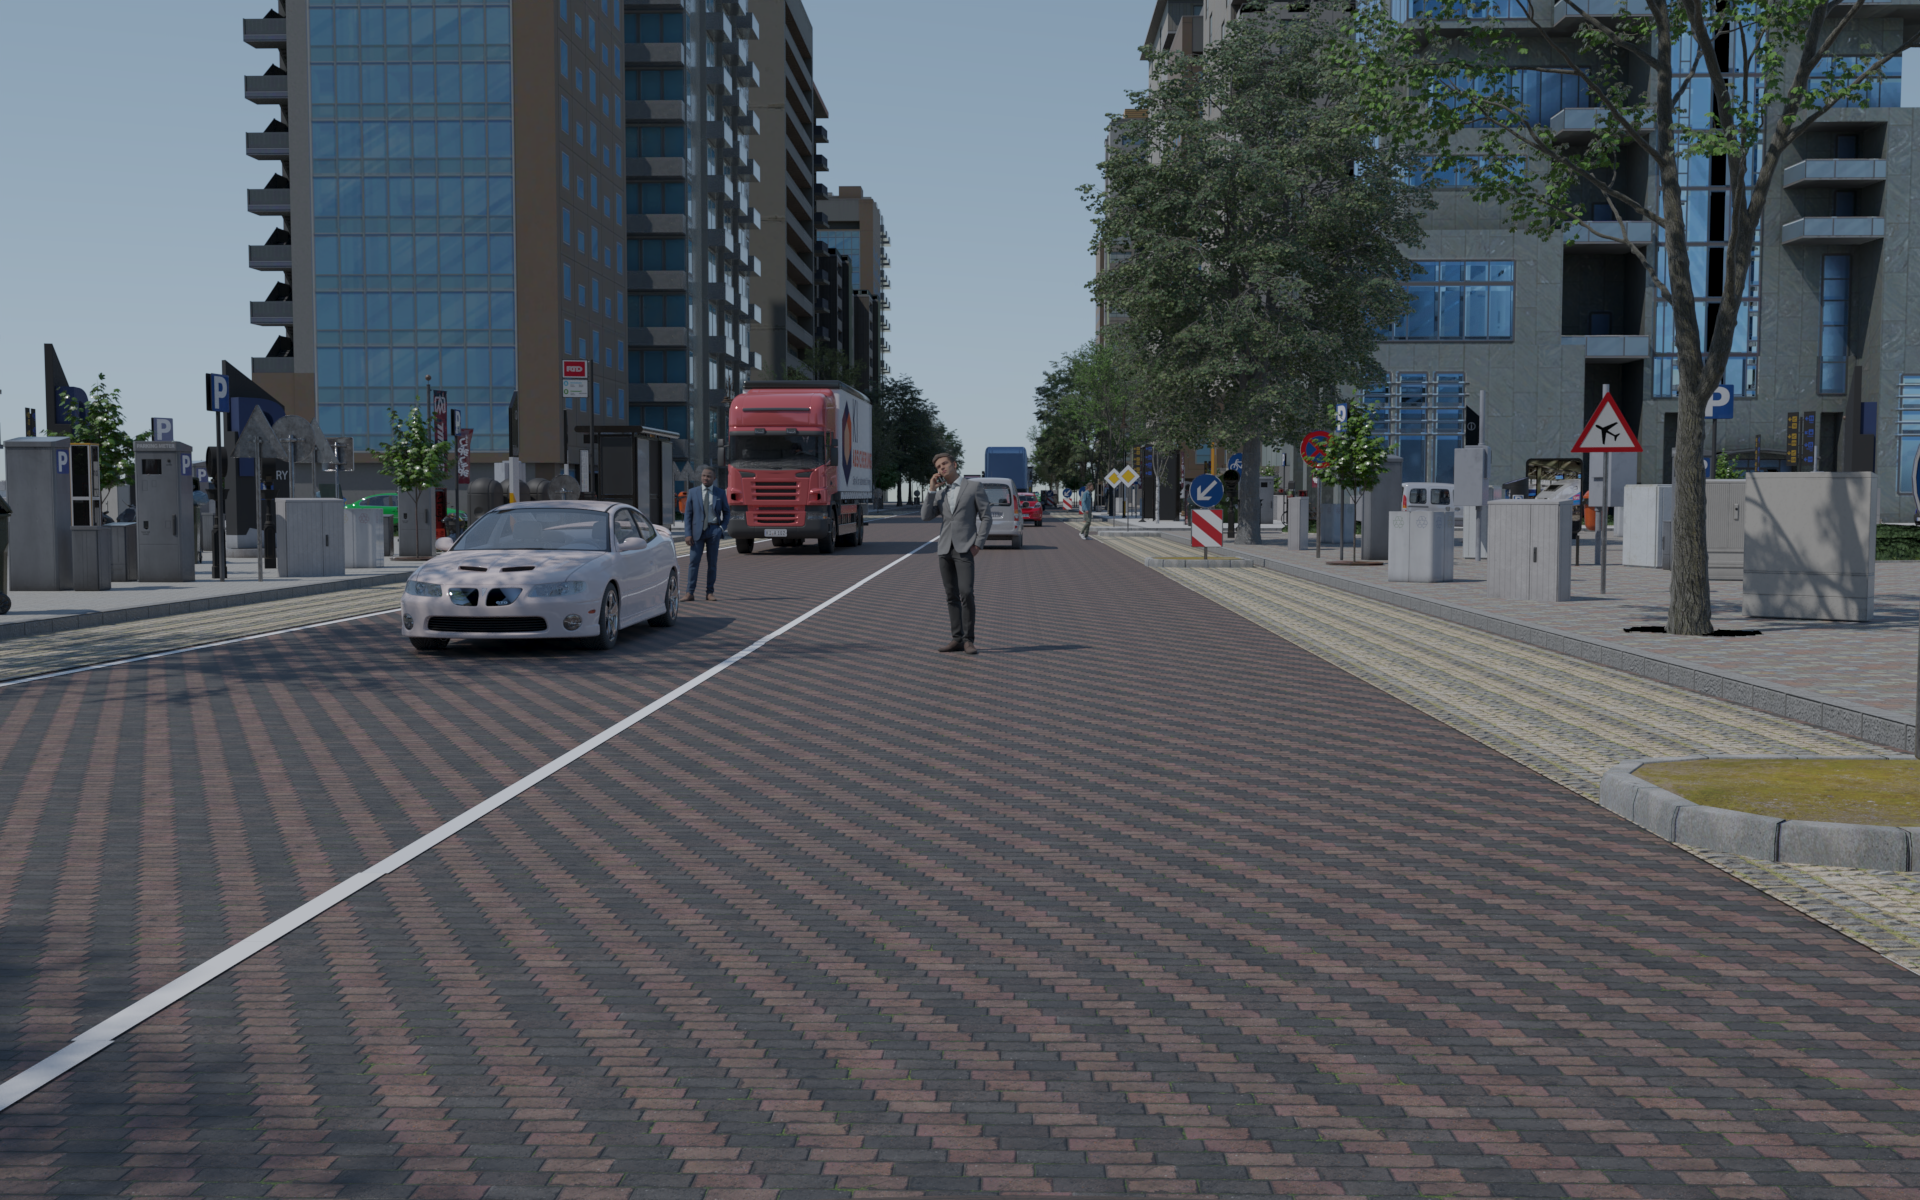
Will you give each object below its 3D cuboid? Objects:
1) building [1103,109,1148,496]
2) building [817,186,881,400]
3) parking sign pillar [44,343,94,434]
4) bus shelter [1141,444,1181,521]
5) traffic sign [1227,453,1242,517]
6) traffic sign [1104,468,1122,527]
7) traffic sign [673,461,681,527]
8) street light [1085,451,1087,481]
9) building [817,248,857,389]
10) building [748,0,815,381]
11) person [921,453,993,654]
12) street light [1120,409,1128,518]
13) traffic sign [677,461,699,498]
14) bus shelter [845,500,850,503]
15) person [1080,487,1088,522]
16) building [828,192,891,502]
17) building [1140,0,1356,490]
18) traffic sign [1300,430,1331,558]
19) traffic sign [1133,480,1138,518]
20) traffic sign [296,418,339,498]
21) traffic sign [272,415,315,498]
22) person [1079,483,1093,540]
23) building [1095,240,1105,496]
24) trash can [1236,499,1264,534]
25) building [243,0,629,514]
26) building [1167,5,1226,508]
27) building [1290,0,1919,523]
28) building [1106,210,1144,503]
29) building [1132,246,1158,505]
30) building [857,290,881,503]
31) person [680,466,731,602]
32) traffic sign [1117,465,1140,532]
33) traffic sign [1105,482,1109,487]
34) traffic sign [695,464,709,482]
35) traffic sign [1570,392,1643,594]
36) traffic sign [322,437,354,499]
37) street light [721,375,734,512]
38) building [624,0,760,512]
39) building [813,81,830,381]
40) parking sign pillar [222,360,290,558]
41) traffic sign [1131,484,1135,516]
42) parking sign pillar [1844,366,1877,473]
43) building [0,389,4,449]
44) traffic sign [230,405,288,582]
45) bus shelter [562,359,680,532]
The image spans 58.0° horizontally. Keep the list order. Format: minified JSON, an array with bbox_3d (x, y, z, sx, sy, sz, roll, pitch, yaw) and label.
[{"bbox_3d":[33.083,-44.594,271.115,21.231,58.520,28.212,0,4,2],"label":"building"},{"bbox_3d":[-19.094,-37.016,255.318,14.600,45.320,14.200,0,4,2],"label":"building"},{"bbox_3d":[-16.296,-2.644,31.700,1.447,3.967,1.447,-1,4,-13],"label":"parking sign pillar"},{"bbox_3d":[9.648,-5.687,84.262,1.731,3.624,6.357,0,4,2],"label":"bus shelter"},{"bbox_3d":[8.634,-3.266,53.499,0.768,2.556,0.104,0,4,3],"label":"traffic sign"},{"bbox_3d":[5.958,-3.874,66.987,0.795,2.450,0.064,0,4,2],"label":"traffic sign"},{"bbox_3d":[-11.304,-4.184,68.409,0.884,2.594,0.081,0,4,5],"label":"traffic sign"},{"bbox_3d":[10.225,-10.301,141.212,0.468,5.910,1.993,0,4,2],"label":"street light"},{"bbox_3d":[-20.070,-26.276,201.317,14.160,30.474,14.107,0,4,2],"label":"building"},{"bbox_3d":[-24.779,-32.421,153.789,21.300,48.544,21.600,0,4,2],"label":"building"},{"bbox_3d":[-0.028,-0.427,15.664,0.592,1.802,0.473,3,5,43],"label":"person"},{"bbox_3d":[8.731,-7.315,92.389,0.468,5.910,1.993,0,4,2],"label":"street light"},{"bbox_3d":[-10.712,-4.167,68.127,0.884,2.594,0.081,0,4,7],"label":"traffic sign"},{"bbox_3d":[-8.514,-8.054,125.599,2.014,3.302,5.546,0,4,2],"label":"bus shelter"},{"bbox_3d":[6.354,-4.812,87.269,0.391,1.810,0.635,2,4,34],"label":"person"},{"bbox_3d":[-22.631,-40.244,277.603,23.786,49.044,30.456,0,4,2],"label":"building"},{"bbox_3d":[34.023,-36.188,180.914,28.713,52.752,27.495,0,4,2],"label":"building"},{"bbox_3d":[7.182,-2.112,34.641,0.768,2.556,0.104,1,4,11],"label":"traffic sign"},{"bbox_3d":[9.463,-5.680,92.977,0.768,2.556,0.104,0,4,6],"label":"traffic sign"},{"bbox_3d":[-10.985,-1.802,29.471,0.884,2.594,0.081,1,4,10],"label":"traffic sign"},{"bbox_3d":[-10.769,-1.702,27.936,0.768,2.556,0.104,0,4,5],"label":"traffic sign"},{"bbox_3d":[3.953,-2.759,53.951,0.444,1.785,0.601,2,4,34],"label":"person"},{"bbox_3d":[30.144,-39.318,292.966,14.600,45.320,14.200,0,4,2],"label":"building"},{"bbox_3d":[7.913,-2.182,47.328,0.748,1.137,0.748,0,3,0],"label":"trash can"},{"bbox_3d":[-24.687,-26.537,83.991,14.600,45.320,14.200,0,4,2],"label":"building"},{"bbox_3d":[26.669,-31.219,160.537,14.600,45.320,14.200,0,4,2],"label":"building"},{"bbox_3d":[32.223,-47.134,83.315,31.000,86.520,22.319,0,4,2],"label":"building"},{"bbox_3d":[28.194,-34.683,250.667,14.154,41.232,14.086,0,4,2],"label":"building"},{"bbox_3d":[27.059,-26.353,202.568,14.160,30.474,14.107,0,4,2],"label":"building"},{"bbox_3d":[-18.536,-28.725,241.347,14.160,30.474,14.107,0,4,2],"label":"building"},{"bbox_3d":[-3.436,-0.893,23.278,0.721,1.800,0.419,-1,4,-16],"label":"person"},{"bbox_3d":[5.725,-3.386,59.005,0.795,2.450,0.064,0,4,2],"label":"traffic sign"},{"bbox_3d":[11.921,-8.416,137.608,0.884,2.594,0.081,1,4,10],"label":"traffic sign"},{"bbox_3d":[-11.010,-4.538,74.304,0.768,2.556,0.104,0,4,8],"label":"traffic sign"},{"bbox_3d":[8.255,-1.355,22.160,0.884,2.594,0.081,1,4,9],"label":"traffic sign"},{"bbox_3d":[-11.206,-1.778,31.195,0.606,2.300,0.079,0,4,8],"label":"traffic sign"},{"bbox_3d":[-8.970,-5.800,67.612,0.468,5.910,1.993,0,4,2],"label":"street light"},{"bbox_3d":[-26.220,-30.674,121.132,23.786,49.044,30.456,0,4,2],"label":"building"},{"bbox_3d":[-25.281,-32.081,179.156,22.147,44.769,28.867,0,4,2],"label":"building"},{"bbox_3d":[-14.283,-2.864,35.295,1.447,3.967,1.447,3,4,36],"label":"parking sign pillar"},{"bbox_3d":[9.905,-6.090,99.685,0.768,2.556,0.104,0,4,6],"label":"traffic sign"},{"bbox_3d":[19.200,-2.969,37.008,1.447,3.967,1.447,1,4,21],"label":"parking sign pillar"},{"bbox_3d":[-65.822,-33.244,85.545,28.212,58.520,21.231,0,4,2],"label":"building"},{"bbox_3d":[-10.245,-1.547,25.294,0.884,2.594,0.081,0,4,7],"label":"traffic sign"},{"bbox_3d":[-10.687,-4.689,54.299,2.179,5.291,8.768,0,4,2],"label":"bus shelter"}]
